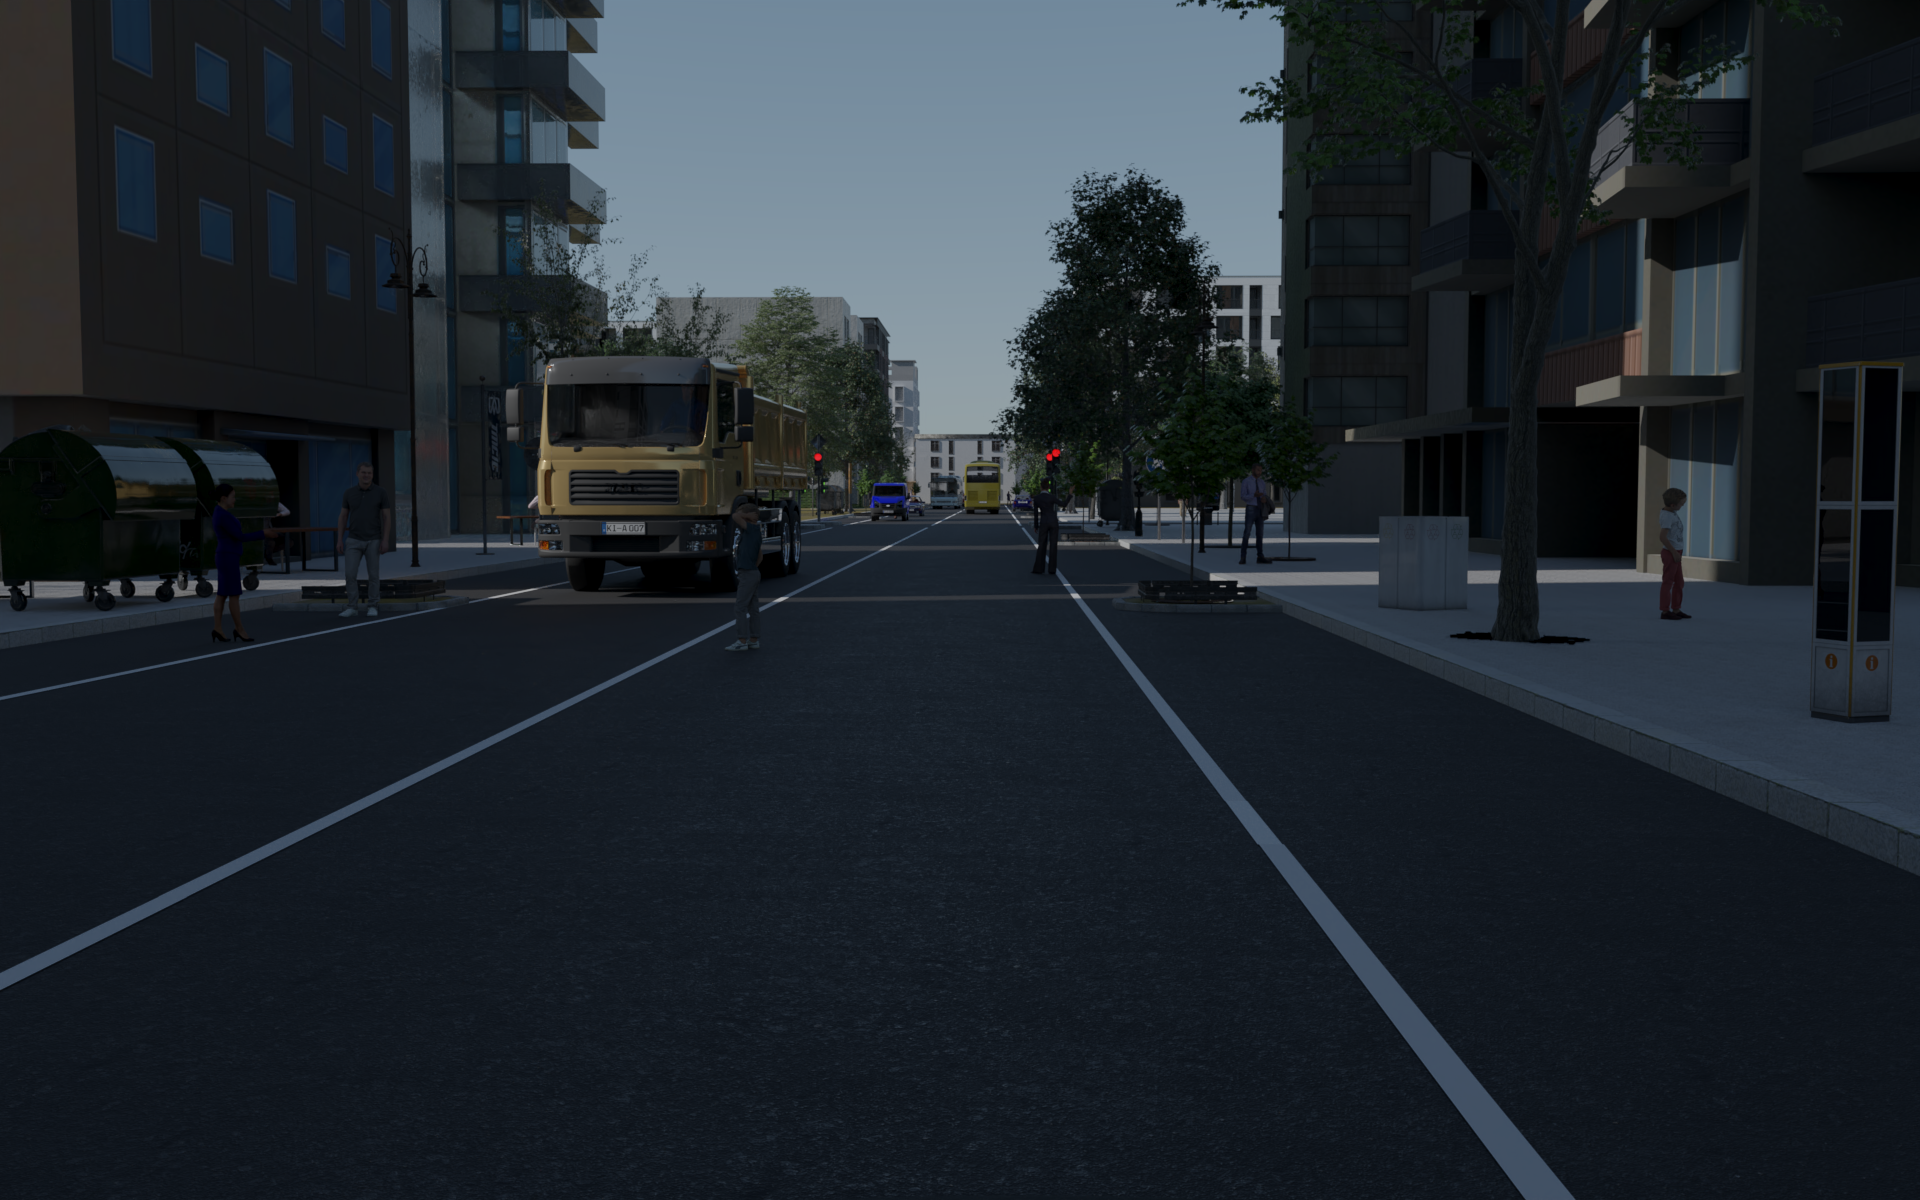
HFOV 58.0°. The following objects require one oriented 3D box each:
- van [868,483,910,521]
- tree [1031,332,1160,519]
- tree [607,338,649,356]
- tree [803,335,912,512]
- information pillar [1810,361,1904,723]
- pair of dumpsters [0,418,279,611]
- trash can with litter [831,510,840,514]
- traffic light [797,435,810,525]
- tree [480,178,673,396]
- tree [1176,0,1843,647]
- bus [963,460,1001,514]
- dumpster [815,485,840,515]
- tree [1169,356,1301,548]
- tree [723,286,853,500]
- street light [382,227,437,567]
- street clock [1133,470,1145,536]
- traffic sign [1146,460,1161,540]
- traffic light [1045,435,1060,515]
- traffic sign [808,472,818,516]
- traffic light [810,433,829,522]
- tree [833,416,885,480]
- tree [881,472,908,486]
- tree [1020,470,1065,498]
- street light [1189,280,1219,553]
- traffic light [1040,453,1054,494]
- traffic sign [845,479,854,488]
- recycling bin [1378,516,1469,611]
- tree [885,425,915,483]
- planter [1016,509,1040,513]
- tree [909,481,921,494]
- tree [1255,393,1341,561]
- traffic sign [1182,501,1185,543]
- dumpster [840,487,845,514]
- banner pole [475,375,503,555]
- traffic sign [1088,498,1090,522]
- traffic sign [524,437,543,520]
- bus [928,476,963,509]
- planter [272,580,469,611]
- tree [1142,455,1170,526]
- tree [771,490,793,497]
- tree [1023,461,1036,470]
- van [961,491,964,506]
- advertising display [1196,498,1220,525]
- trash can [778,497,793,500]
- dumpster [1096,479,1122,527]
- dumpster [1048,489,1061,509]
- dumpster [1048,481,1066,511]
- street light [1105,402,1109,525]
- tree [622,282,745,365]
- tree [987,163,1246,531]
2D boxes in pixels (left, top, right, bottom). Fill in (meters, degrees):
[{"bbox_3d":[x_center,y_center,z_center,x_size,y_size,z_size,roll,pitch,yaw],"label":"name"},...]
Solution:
[{"bbox_3d":[-3.736,-5.414,92.905,2.240,2.365,5.245,0,4,0],"label":"van"},{"bbox_3d":[7.386,-10.002,97.942,8.767,10.594,7.601,1,4,9],"label":"tree"},{"bbox_3d":[-20.647,-10.344,103.540,8.767,10.594,7.601,-3,5,-43],"label":"tree"},{"bbox_3d":[-8.191,-12.714,124.884,9.611,12.733,9.660,0,3,0],"label":"tree"},{"bbox_3d":[5.065,-0.324,9.797,0.304,2.012,0.304,-1,4,-17],"label":"information pillar"},{"bbox_3d":[-9.848,-1.125,20.892,1.574,2.255,4.437,0,4,1],"label":"pair of dumpsters"},{"bbox_3d":[-8.147,-6.241,113.425,0.624,1.170,1.055,-2,4,-26],"label":"trash can with litter"},{"bbox_3d":[-6.669,-5.078,71.943,0.839,4.253,0.868,0,4,1],"label":"traffic light"},{"bbox_3d":[-9.162,-5.564,41.336,4.360,8.622,3.978,0,3,0],"label":"tree"},{"bbox_3d":[5.047,-5.445,14.789,9.928,11.665,9.643,0,3,0],"label":"tree"},{"bbox_3d":[1.616,-8.232,126.143,2.896,3.916,12.252,0,4,0],"label":"bus"},{"bbox_3d":[-8.187,-6.123,105.865,1.264,1.857,1.865,0,4,1],"label":"dumpster"},{"bbox_3d":[6.504,-3.530,41.431,4.285,4.588,4.351,0,3,0],"label":"tree"},{"bbox_3d":[-9.647,-10.819,95.022,7.486,12.596,7.792,0,3,0],"label":"tree"},{"bbox_3d":[-9.588,-3.518,30.315,0.468,5.910,1.993,0,4,1],"label":"street light"},{"bbox_3d":[5.418,-2.926,52.413,0.358,2.002,0.471,2,4,26],"label":"street clock"},{"bbox_3d":[5.549,-2.941,48.186,0.768,2.556,0.104,0,4,2],"label":"traffic sign"},{"bbox_3d":[3.951,-5.065,71.738,0.839,4.253,0.868,0,4,1],"label":"traffic light"},{"bbox_3d":[-8.462,-6.082,99.548,0.768,2.556,0.104,0,4,5],"label":"traffic sign"},{"bbox_3d":[-6.501,-5.566,79.927,0.839,4.253,0.868,0,4,1],"label":"traffic light"},{"bbox_3d":[-8.802,-11.325,135.526,4.737,8.622,4.395,0,3,0],"label":"tree"},{"bbox_3d":[-7.405,-12.967,195.727,4.285,4.588,4.351,0,3,0],"label":"tree"},{"bbox_3d":[8.756,-12.183,182.900,4.285,4.588,4.351,0,3,0],"label":"tree"},{"bbox_3d":[5.281,-3.966,37.633,0.468,5.910,1.993,0,4,1],"label":"street light"},{"bbox_3d":[4.118,-5.554,79.721,0.839,4.253,0.868,0,4,1],"label":"traffic light"},{"bbox_3d":[-7.573,-7.135,118.784,0.606,2.300,0.079,0,4,4],"label":"traffic sign"},{"bbox_3d":[5.201,-0.422,19.452,0.722,1.027,0.722,-2,4,-27],"label":"recycling bin"},{"bbox_3d":[-6.727,-14.303,184.215,4.737,8.622,4.395,0,3,0],"label":"tree"},{"bbox_3d":[5.256,-6.812,132.510,1.991,0.319,1.994,0,4,1],"label":"planter"},{"bbox_3d":[-5.807,-14.090,224.969,1.663,3.219,1.824,0,3,0],"label":"tree"},{"bbox_3d":[6.504,-2.374,33.415,1.663,3.219,1.824,0,3,0],"label":"tree"},{"bbox_3d":[5.861,-2.767,45.347,0.768,2.556,0.104,0,4,8],"label":"traffic sign"},{"bbox_3d":[-8.081,-6.430,110.884,1.264,1.857,1.865,0,4,1],"label":"dumpster"},{"bbox_3d":[-9.972,-2.861,36.793,0.401,3.779,0.863,1,4,22],"label":"banner pole"},{"bbox_3d":[5.902,-4.831,79.087,0.768,2.556,0.104,0,4,5],"label":"traffic sign"},{"bbox_3d":[-9.322,-2.348,38.503,0.768,2.556,0.104,0,4,4],"label":"traffic sign"},{"bbox_3d":[-1.283,-10.570,167.681,2.948,3.499,13.247,0,4,2],"label":"bus"},{"bbox_3d":[-7.420,-0.063,22.166,1.991,0.319,1.994,0,4,1],"label":"planter"},{"bbox_3d":[7.997,-4.643,70.515,1.663,3.219,1.824,0,3,0],"label":"tree"},{"bbox_3d":[-8.803,-5.652,87.009,1.663,3.219,1.824,0,3,0],"label":"tree"},{"bbox_3d":[9.838,-16.358,217.810,4.360,8.622,3.978,0,3,0],"label":"tree"},{"bbox_3d":[-0.484,-13.044,217.651,2.240,2.365,5.245,0,4,3],"label":"van"},{"bbox_3d":[10.228,-4.052,71.458,0.974,1.923,0.123,0,4,4],"label":"advertising display"},{"bbox_3d":[-8.359,-4.376,83.200,0.748,1.137,0.748,0,3,0],"label":"trash can"},{"bbox_3d":[5.978,-3.787,67.678,1.264,1.857,1.865,0,4,1],"label":"dumpster"},{"bbox_3d":[7.691,-8.318,141.765,1.264,1.857,1.865,0,4,1],"label":"dumpster"},{"bbox_3d":[7.221,-7.679,128.053,1.502,2.255,1.985,0,4,1],"label":"dumpster"},{"bbox_3d":[6.044,-5.996,70.817,0.468,5.910,1.993,0,4,1],"label":"street light"},{"bbox_3d":[-9.588,-6.676,59.520,4.737,8.622,4.395,0,3,0],"label":"tree"},{"bbox_3d":[5.756,-8.766,60.332,9.611,12.733,9.660,0,3,0],"label":"tree"}]
